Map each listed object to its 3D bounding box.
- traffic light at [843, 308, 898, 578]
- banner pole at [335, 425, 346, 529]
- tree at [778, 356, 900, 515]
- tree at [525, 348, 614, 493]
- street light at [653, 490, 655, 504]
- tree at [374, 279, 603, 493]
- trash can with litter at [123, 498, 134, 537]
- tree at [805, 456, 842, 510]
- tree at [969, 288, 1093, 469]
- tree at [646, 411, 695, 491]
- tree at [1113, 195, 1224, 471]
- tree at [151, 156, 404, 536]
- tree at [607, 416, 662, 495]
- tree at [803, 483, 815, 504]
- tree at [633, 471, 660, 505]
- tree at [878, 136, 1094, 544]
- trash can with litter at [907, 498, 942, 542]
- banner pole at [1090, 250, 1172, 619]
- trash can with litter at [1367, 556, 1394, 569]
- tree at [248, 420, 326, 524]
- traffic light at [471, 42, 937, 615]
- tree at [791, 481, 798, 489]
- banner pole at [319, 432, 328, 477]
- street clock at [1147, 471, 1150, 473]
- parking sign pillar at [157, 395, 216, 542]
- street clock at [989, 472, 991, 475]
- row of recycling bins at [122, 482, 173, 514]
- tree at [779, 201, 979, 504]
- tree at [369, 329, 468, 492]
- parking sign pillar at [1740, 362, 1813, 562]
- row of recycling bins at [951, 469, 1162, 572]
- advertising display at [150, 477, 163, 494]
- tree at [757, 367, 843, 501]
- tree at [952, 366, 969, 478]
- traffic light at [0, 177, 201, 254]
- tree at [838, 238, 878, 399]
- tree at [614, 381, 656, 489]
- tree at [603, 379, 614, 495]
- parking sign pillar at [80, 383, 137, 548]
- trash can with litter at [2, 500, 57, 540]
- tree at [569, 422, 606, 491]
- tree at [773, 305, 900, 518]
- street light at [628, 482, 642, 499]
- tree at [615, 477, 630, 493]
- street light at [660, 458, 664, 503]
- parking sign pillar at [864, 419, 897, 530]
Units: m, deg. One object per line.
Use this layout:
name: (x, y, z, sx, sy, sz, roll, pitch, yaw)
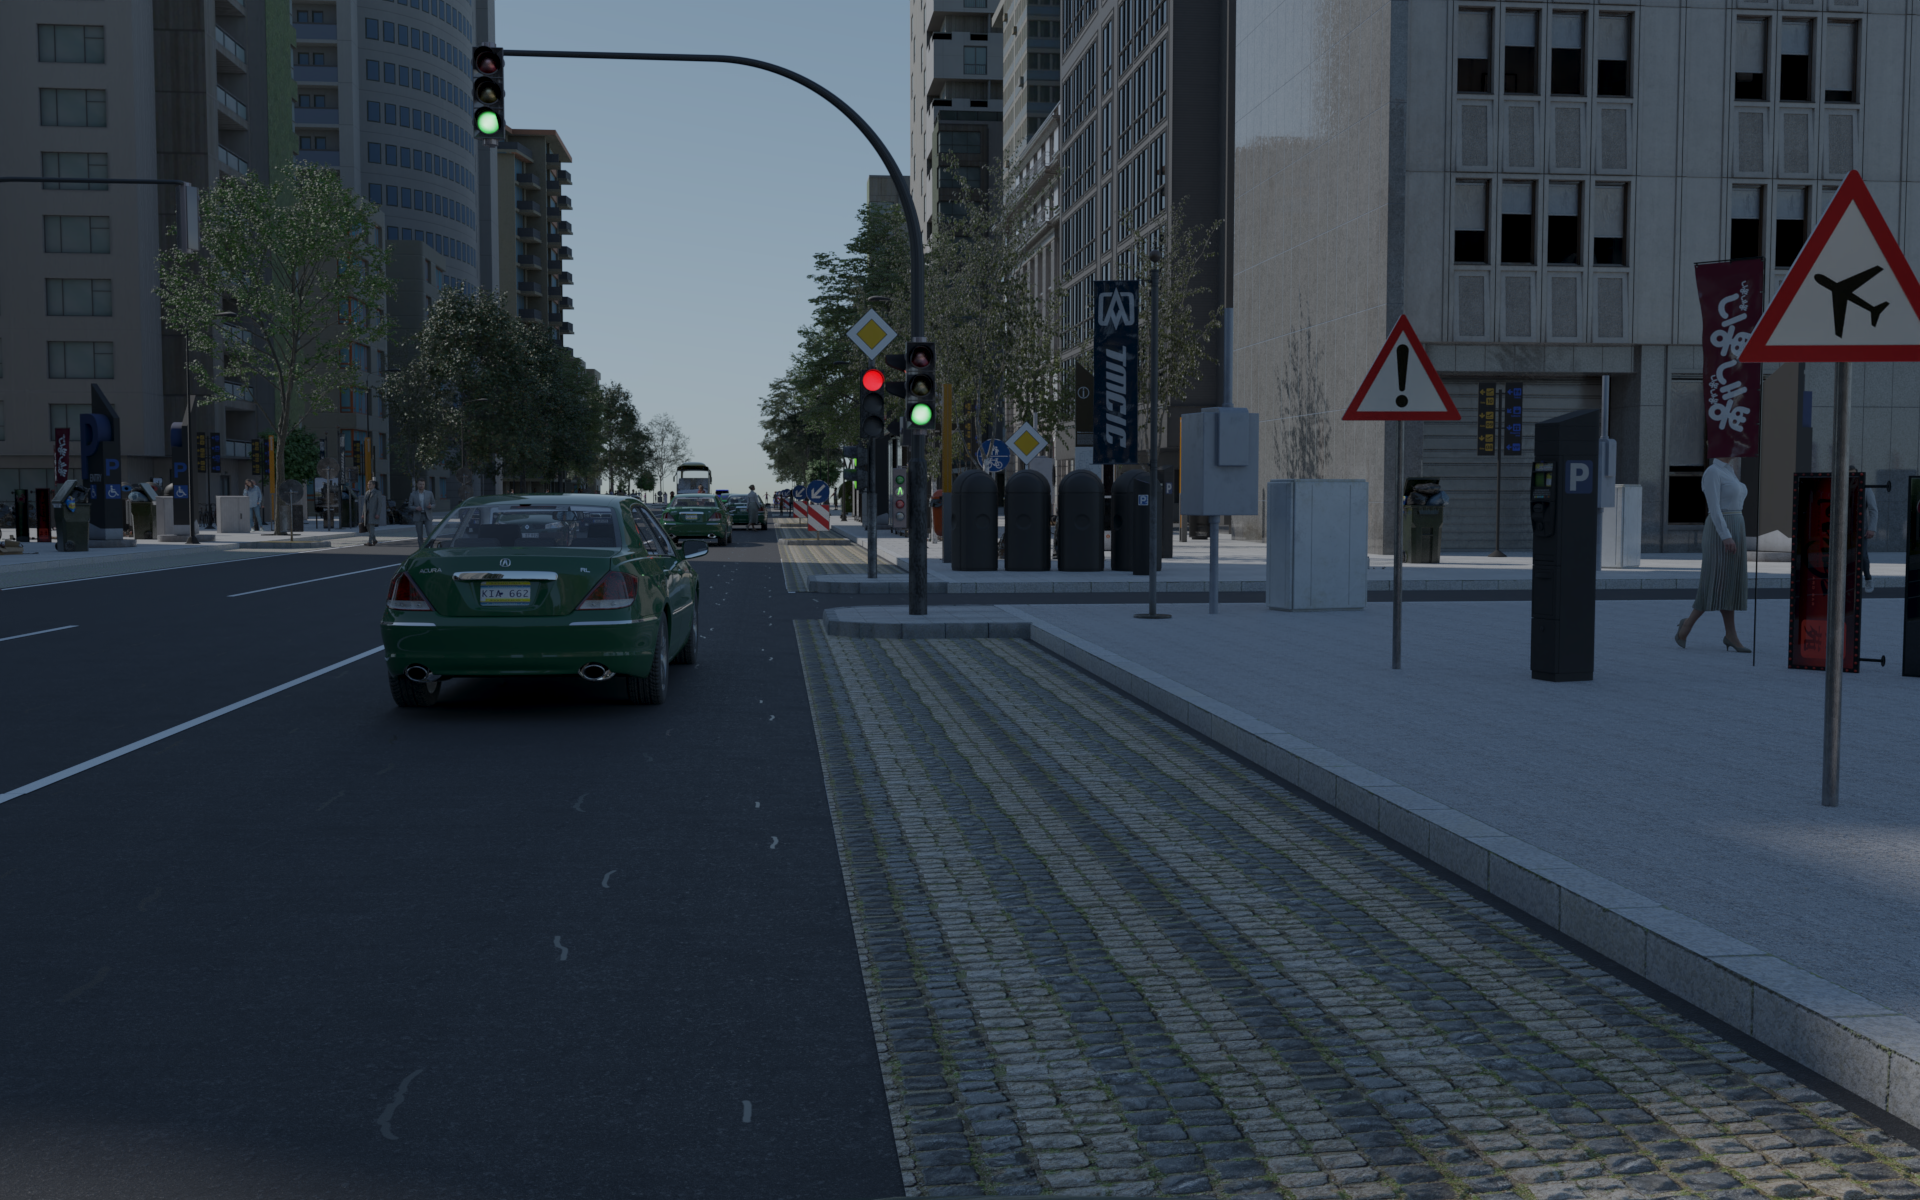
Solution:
traffic light: (-1.354, -2.286, 26.290, 0.839, 4.253, 0.868, 0, 4, -6)
banner pole: (-22.434, -4.452, 62.808, 0.401, 3.779, 0.863, -3, 5, -40)
tree: (-7.052, -10.564, 107.130, 8.767, 10.594, 7.601, -1, 4, -11)
tree: (-30.554, -13.211, 134.128, 7.486, 12.596, 7.792, 0, 3, 0)
street light: (-36.963, -14.135, 203.650, 1.470, 5.913, 1.316, 0, 4, -6)
tree: (-26.212, -10.728, 92.415, 9.611, 12.733, 9.660, 0, 3, 0)
trash can with litter: (-26.278, -2.690, 55.043, 1.678, 1.210, 2.233, -2, 4, -30)
tree: (-11.370, -9.782, 143.654, 4.285, 4.588, 4.351, 0, 3, 0)
tree: (2.822, -6.866, 62.619, 4.737, 8.622, 4.395, 0, 3, 0)
tree: (-44.452, -21.218, 257.279, 12.009, 13.543, 11.850, 0, 3, 0)
tree: (4.748, -5.684, 43.299, 4.360, 8.622, 3.978, 0, 3, 0)
tree: (-20.839, -7.795, 53.202, 9.928, 11.665, 9.643, 0, 3, 0)
tree: (-37.037, -15.943, 195.076, 7.601, 10.594, 8.767, -3, 4, -36)
tree: (-12.779, -9.663, 152.589, 1.663, 3.219, 1.824, 0, 3, 0)
tree: (-38.605, -14.046, 213.359, 4.285, 4.588, 4.351, 0, 3, 0)
tree: (0.470, -5.255, 36.287, 4.360, 8.622, 3.978, 0, 3, 0)
trash can with litter: (-0.913, -2.195, 46.945, 1.678, 1.210, 2.233, 2, 4, 24)
banner pole: (1.769, -1.704, 17.877, 0.863, 3.779, 0.401, 0, 4, 5)
trash can with litter: (6.571, -1.182, 30.383, 1.678, 1.210, 2.233, -1, 4, -15)
tree: (-28.751, -5.539, 74.276, 4.285, 4.588, 4.351, 0, 3, 0)
traffic light: (-2.545, -2.649, 17.983, 4.771, 5.953, 1.251, 0, 4, -6)
tree: (-19.235, -13.016, 207.418, 1.663, 3.219, 1.824, 0, 3, 0)
banner pole: (-25.358, -4.839, 69.130, 0.401, 3.779, 0.863, 0, 4, 4)
street clock: (5.861, -2.998, 53.584, 0.471, 2.002, 0.358, 2, 4, 31)
parking sign pillar: (-20.880, -3.559, 46.656, 1.447, 3.967, 1.447, -1, 4, -14)
street clock: (0.878, -3.174, 56.457, 0.358, 2.002, 0.471, -1, 4, -9)
row of recycling bins: (-33.152, -3.775, 68.838, 1.069, 1.692, 3.534, 2, 4, 29)
tree: (-2.858, -9.175, 68.140, 7.486, 12.596, 7.792, 0, 3, 0)
tree: (-24.539, -7.828, 78.352, 4.360, 8.622, 3.978, 0, 3, 0)
parking sign pillar: (15.594, -2.730, 33.102, 1.447, 3.967, 1.447, -1, 4, -23)
row of recycling bins: (1.609, -1.337, 28.969, 3.534, 1.692, 1.069, 0, 4, 3)
advertising display: (-30.378, -3.689, 65.521, 0.123, 1.923, 0.974, 0, 4, -4)
tree: (-15.257, -16.102, 169.919, 9.857, 13.997, 8.962, 0, 3, 0)
tree: (-0.038, -8.009, 81.302, 4.737, 8.622, 4.395, 0, 3, 0)
traffic light: (-13.458, -3.077, 24.974, 4.771, 5.953, 1.251, 0, 4, -6)
tree: (-0.893, -5.755, 44.461, 4.360, 8.622, 3.978, 0, 3, 0)
tree: (-34.880, -15.650, 172.888, 9.611, 12.733, 9.660, 0, 3, 0)
tree: (-27.811, -11.824, 110.330, 9.611, 12.733, 9.660, 0, 3, 0)
parking sign pillar: (-20.677, -3.256, 41.706, 1.447, 3.967, 1.447, 3, 5, 42)
trash can with litter: (-26.088, -2.316, 48.928, 2.233, 1.210, 1.678, -3, 4, -38)
tree: (-31.967, -11.962, 145.934, 4.737, 8.622, 4.395, 0, 3, 0)
tree: (-5.933, -10.354, 95.043, 9.928, 11.665, 9.643, 0, 3, 0)
street light: (-34.640, -12.909, 183.596, 1.470, 5.913, 1.316, 0, 4, -6)
tree: (-36.754, -11.887, 188.955, 1.663, 3.219, 1.824, 0, 3, 0)
street light: (-39.070, -15.368, 223.802, 1.470, 5.913, 1.316, 0, 4, -6)
parking sign pillar: (-2.752, -4.544, 62.773, 1.447, 3.967, 1.447, 3, 4, 36)
